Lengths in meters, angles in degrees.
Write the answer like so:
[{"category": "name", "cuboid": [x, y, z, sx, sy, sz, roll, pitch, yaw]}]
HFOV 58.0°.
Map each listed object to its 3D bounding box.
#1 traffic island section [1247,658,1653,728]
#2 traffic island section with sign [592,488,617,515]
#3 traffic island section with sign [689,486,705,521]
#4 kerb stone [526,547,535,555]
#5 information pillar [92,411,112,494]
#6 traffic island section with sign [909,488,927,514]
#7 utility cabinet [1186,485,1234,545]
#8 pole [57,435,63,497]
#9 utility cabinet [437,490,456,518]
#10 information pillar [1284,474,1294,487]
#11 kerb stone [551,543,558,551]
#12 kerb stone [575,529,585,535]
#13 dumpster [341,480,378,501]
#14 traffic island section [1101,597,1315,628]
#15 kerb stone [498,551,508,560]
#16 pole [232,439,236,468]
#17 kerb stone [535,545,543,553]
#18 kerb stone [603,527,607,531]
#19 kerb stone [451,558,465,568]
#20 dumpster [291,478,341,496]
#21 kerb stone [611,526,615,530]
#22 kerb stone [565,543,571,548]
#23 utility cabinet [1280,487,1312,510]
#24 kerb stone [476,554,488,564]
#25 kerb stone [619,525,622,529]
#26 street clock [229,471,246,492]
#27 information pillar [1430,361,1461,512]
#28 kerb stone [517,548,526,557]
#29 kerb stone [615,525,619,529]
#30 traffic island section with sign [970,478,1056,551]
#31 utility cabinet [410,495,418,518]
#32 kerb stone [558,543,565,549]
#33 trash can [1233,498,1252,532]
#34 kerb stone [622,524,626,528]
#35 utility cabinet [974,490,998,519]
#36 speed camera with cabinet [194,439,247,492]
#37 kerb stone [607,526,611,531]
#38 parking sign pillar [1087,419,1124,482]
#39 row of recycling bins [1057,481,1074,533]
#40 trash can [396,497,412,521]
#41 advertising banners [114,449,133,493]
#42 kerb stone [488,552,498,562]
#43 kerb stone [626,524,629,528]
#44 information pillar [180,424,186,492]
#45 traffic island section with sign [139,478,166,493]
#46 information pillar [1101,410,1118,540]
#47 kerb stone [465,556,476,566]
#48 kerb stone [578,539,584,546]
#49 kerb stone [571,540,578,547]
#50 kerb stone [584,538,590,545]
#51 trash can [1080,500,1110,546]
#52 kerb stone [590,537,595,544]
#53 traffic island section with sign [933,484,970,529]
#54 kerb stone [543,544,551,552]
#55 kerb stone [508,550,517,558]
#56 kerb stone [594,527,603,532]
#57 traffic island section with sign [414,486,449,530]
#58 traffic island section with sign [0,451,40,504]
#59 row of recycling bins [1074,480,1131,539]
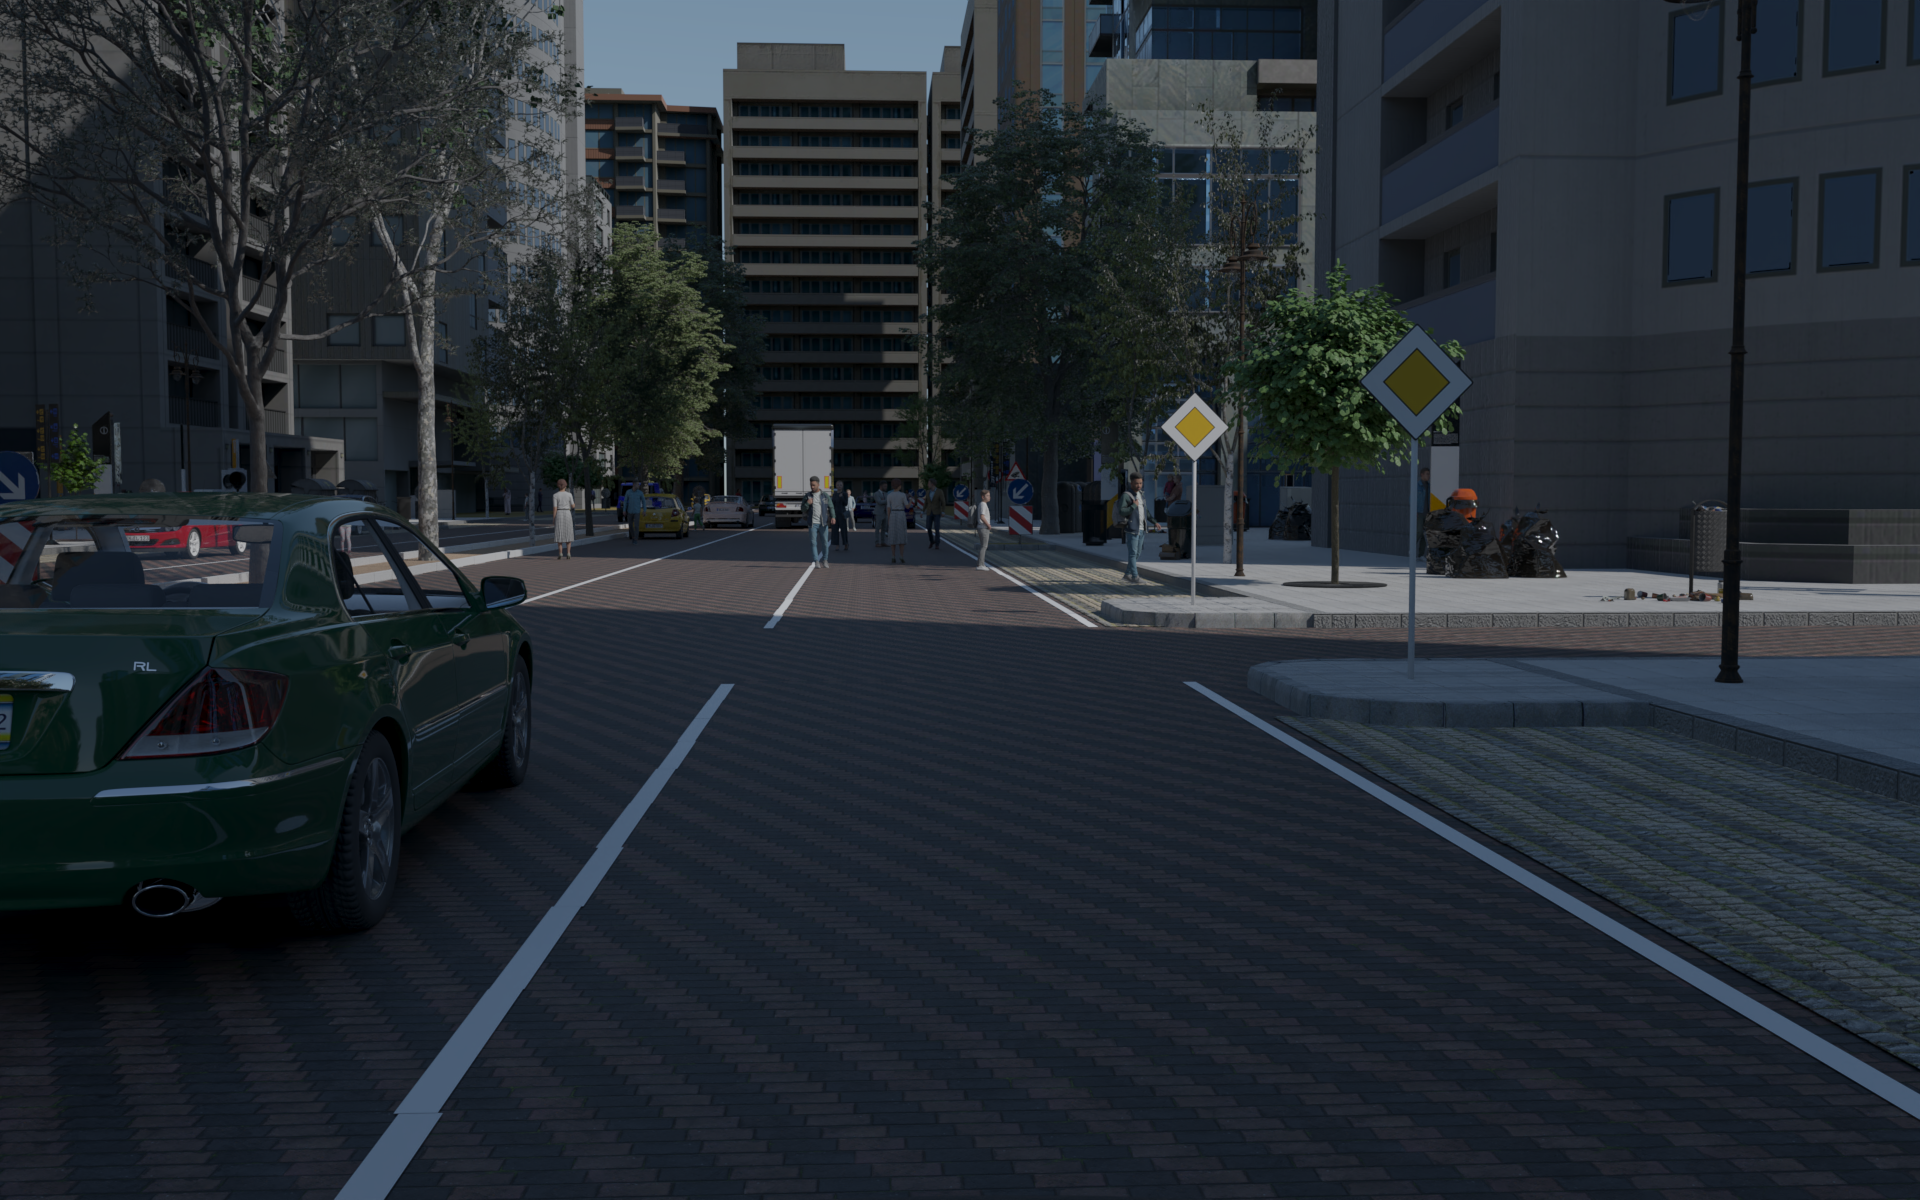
[{"category": "traffic island section", "cuboid": [3.170, 0.629, 12.004, 2.009, 0.180, 2.903, 0, 4, -3]}, {"category": "traffic island section with sign", "cuboid": [-24.631, -6.836, 120.397, 1.989, 1.847, 2.006, 0, 4, -3]}, {"category": "traffic island section with sign", "cuboid": [-14.216, -5.249, 93.962, 2.006, 1.907, 1.989, 0, 4, -3]}, {"category": "kerb stone", "cuboid": [-10.252, -1.143, 40.877, 0.120, 0.150, 1.000, 0, 4, -3]}, {"category": "information pillar", "cuboid": [-24.103, -3.509, 48.724, 0.504, 3.616, 0.183, 0, 4, -5]}, {"category": "traffic island section with sign", "cuboid": [-2.836, -6.908, 121.580, 1.989, 1.847, 2.006, 0, 4, -3]}, {"category": "utility cabinet", "cuboid": [6.210, -2.106, 43.108, 1.173, 1.500, 0.318, -1, 4, -21]}, {"category": "pole", "cuboid": [-31.239, -4.052, 60.100, 0.158, 3.312, 0.155, 0, 3, 0]}, {"category": "utility cabinet", "cuboid": [-27.122, -5.041, 91.093, 1.173, 1.500, 0.318, 1, 4, 13]}, {"category": "information pillar", "cuboid": [12.099, -3.622, 63.719, 0.304, 2.012, 0.304, 0, 4, -1]}, {"category": "kerb stone", "cuboid": [-10.421, -1.331, 43.949, 0.120, 0.150, 1.000, 0, 4, -3]}, {"category": "kerb stone", "cuboid": [-13.470, -2.387, 61.221, 0.120, 0.150, 1.000, 0, 4, -3]}, {"category": "dumpster", "cuboid": [-24.296, -3.914, 69.755, 1.264, 1.857, 1.865, 0, 4, -3]}, {"category": "traffic island section", "cuboid": [2.733, 0.141, 19.977, 2.009, 0.180, 2.903, 0, 4, -3]}, {"category": "kerb stone", "cuboid": [-10.089, -0.953, 37.795, 0.120, 0.150, 1.000, 0, 4, -3]}, {"category": "pole", "cuboid": [-26.770, -4.288, 63.959, 0.158, 3.312, 0.155, 0, 3, 0]}, {"category": "kerb stone", "cuboid": [-10.306, -1.205, 41.898, 0.120, 0.150, 1.000, 0, 4, -3]}, {"category": "kerb stone", "cuboid": [-13.754, -2.695, 66.359, 0.120, 0.150, 1.000, 0, 4, -3]}, {"category": "kerb stone", "cuboid": [-9.856, -0.704, 33.704, 0.120, 0.150, 1.000, 0, 4, -3]}, {"category": "dumpster", "cuboid": [-24.132, -3.601, 64.628, 1.264, 1.857, 1.865, 0, 4, -3]}, {"category": "kerb stone", "cuboid": [-13.866, -2.826, 68.404, 0.120, 0.150, 1.000, 0, 4, -3]}, {"category": "kerb stone", "cuboid": [-10.532, -1.455, 45.992, 0.120, 0.150, 1.000, 0, 4, -3]}, {"category": "utility cabinet", "cuboid": [10.111, -2.653, 52.059, 1.173, 1.500, 0.318, -3, 5, -40]}, {"category": "kerb stone", "cuboid": [-9.967, -0.829, 35.746, 0.120, 0.150, 1.000, 0, 4, -3]}, {"category": "kerb stone", "cuboid": [-13.977, -2.946, 70.454, 0.120, 0.150, 1.000, 0, 4, -3]}, {"category": "street clock", "cuboid": [-23.100, -3.110, 55.420, 0.471, 2.002, 0.358, 0, 4, -5]}, {"category": "information pillar", "cuboid": [8.469, -2.376, 30.200, 0.504, 3.616, 0.183, 0, 4, 4]}, {"category": "kerb stone", "cuboid": [-10.195, -1.069, 39.851, 0.120, 0.150, 1.000, 0, 4, -3]}, {"category": "kerb stone", "cuboid": [-13.923, -2.886, 69.432, 0.120, 0.150, 1.000, 0, 4, -3]}, {"category": "traffic island section with sign", "cuboid": [1.378, -2.197, 44.552, 1.989, 1.847, 2.006, 0, 4, -3]}, {"category": "utility cabinet", "cuboid": [-29.337, -5.016, 93.171, 0.306, 1.237, 1.020, -1, 4, -9]}, {"category": "kerb stone", "cuboid": [-10.474, -1.388, 44.972, 0.120, 0.150, 1.000, 0, 4, -3]}, {"category": "trash can", "cuboid": [9.583, -2.906, 59.170, 0.748, 1.137, 0.748, 0, 3, 0]}, {"category": "kerb stone", "cuboid": [-14.031, -3.012, 71.475, 0.120, 0.150, 1.000, 0, 4, -3]}, {"category": "utility cabinet", "cuboid": [1.305, -4.731, 86.033, 1.173, 1.500, 0.318, -2, 4, -24]}, {"category": "speed camera with cabinet", "cuboid": [-26.753, -4.176, 62.607, 2.038, 3.252, 0.660, 1, 4, 23]}, {"category": "kerb stone", "cuboid": [-13.809, -2.761, 67.379, 0.120, 0.150, 1.000, 0, 4, -3]}, {"category": "parking sign pillar", "cuboid": [5.266, -4.541, 62.724, 1.447, 3.967, 1.447, -1, 4, -21]}, {"category": "row of recycling bins", "cuboid": [3.846, -3.108, 57.927, 1.069, 1.692, 3.534, 2, 4, 24]}, {"category": "trash can", "cuboid": [-26.456, -4.330, 82.442, 0.748, 1.137, 0.748, 0, 3, 0]}, {"category": "advertising banners", "cuboid": [-28.992, -3.906, 60.045, 0.090, 3.025, 2.074, -3, 5, -39]}, {"category": "kerb stone", "cuboid": [-10.030, -0.891, 36.767, 0.120, 0.150, 1.000, 0, 4, -3]}, {"category": "kerb stone", "cuboid": [-14.091, -3.076, 72.495, 0.120, 0.150, 1.000, 0, 4, -3]}, {"category": "information pillar", "cuboid": [-26.053, -4.083, 58.112, 0.183, 3.616, 0.504, -1, 4, -19]}, {"category": "traffic island section with sign", "cuboid": [-20.405, -2.124, 43.357, 1.989, 1.847, 2.006, 0, 4, -3]}, {"category": "information pillar", "cuboid": [4.168, -3.493, 48.469, 0.504, 3.616, 0.183, 0, 4, 3]}, {"category": "kerb stone", "cuboid": [-9.919, -0.764, 34.725, 0.120, 0.150, 1.000, 0, 4, -3]}, {"category": "kerb stone", "cuboid": [-10.649, -1.573, 48.037, 0.120, 0.150, 1.000, 0, 4, -3]}, {"category": "kerb stone", "cuboid": [-10.589, -1.518, 47.013, 0.120, 0.150, 1.000, 0, 4, -3]}, {"category": "kerb stone", "cuboid": [-10.696, -1.643, 49.058, 0.120, 0.150, 1.000, 0, 4, -3]}, {"category": "trash can", "cuboid": [3.349, -1.918, 43.020, 0.748, 1.137, 0.748, 0, 3, 0]}, {"category": "kerb stone", "cuboid": [-10.759, -1.706, 50.081, 0.120, 0.150, 1.000, 0, 4, -3]}, {"category": "traffic island section with sign", "cuboid": [-0.093, -3.843, 71.467, 1.989, 1.847, 2.006, 0, 4, -3]}, {"category": "kerb stone", "cuboid": [-10.363, -1.265, 42.927, 0.120, 0.150, 1.000, 0, 4, -3]}, {"category": "kerb stone", "cuboid": [-10.141, -1.017, 38.822, 0.120, 0.150, 1.000, 0, 4, -3]}, {"category": "kerb stone", "cuboid": [-13.695, -2.639, 65.338, 0.120, 0.150, 1.000, 0, 4, -3]}, {"category": "traffic island section with sign", "cuboid": [-21.881, -3.770, 70.272, 1.989, 1.847, 2.006, 0, 4, -3]}, {"category": "traffic island section with sign", "cuboid": [-10.088, -0.661, 18.936, 2.006, 1.907, 1.989, 0, 4, -3]}, {"category": "row of recycling bins", "cuboid": [4.409, -2.719, 51.567, 1.069, 1.692, 3.534, -1, 4, -10]}]
